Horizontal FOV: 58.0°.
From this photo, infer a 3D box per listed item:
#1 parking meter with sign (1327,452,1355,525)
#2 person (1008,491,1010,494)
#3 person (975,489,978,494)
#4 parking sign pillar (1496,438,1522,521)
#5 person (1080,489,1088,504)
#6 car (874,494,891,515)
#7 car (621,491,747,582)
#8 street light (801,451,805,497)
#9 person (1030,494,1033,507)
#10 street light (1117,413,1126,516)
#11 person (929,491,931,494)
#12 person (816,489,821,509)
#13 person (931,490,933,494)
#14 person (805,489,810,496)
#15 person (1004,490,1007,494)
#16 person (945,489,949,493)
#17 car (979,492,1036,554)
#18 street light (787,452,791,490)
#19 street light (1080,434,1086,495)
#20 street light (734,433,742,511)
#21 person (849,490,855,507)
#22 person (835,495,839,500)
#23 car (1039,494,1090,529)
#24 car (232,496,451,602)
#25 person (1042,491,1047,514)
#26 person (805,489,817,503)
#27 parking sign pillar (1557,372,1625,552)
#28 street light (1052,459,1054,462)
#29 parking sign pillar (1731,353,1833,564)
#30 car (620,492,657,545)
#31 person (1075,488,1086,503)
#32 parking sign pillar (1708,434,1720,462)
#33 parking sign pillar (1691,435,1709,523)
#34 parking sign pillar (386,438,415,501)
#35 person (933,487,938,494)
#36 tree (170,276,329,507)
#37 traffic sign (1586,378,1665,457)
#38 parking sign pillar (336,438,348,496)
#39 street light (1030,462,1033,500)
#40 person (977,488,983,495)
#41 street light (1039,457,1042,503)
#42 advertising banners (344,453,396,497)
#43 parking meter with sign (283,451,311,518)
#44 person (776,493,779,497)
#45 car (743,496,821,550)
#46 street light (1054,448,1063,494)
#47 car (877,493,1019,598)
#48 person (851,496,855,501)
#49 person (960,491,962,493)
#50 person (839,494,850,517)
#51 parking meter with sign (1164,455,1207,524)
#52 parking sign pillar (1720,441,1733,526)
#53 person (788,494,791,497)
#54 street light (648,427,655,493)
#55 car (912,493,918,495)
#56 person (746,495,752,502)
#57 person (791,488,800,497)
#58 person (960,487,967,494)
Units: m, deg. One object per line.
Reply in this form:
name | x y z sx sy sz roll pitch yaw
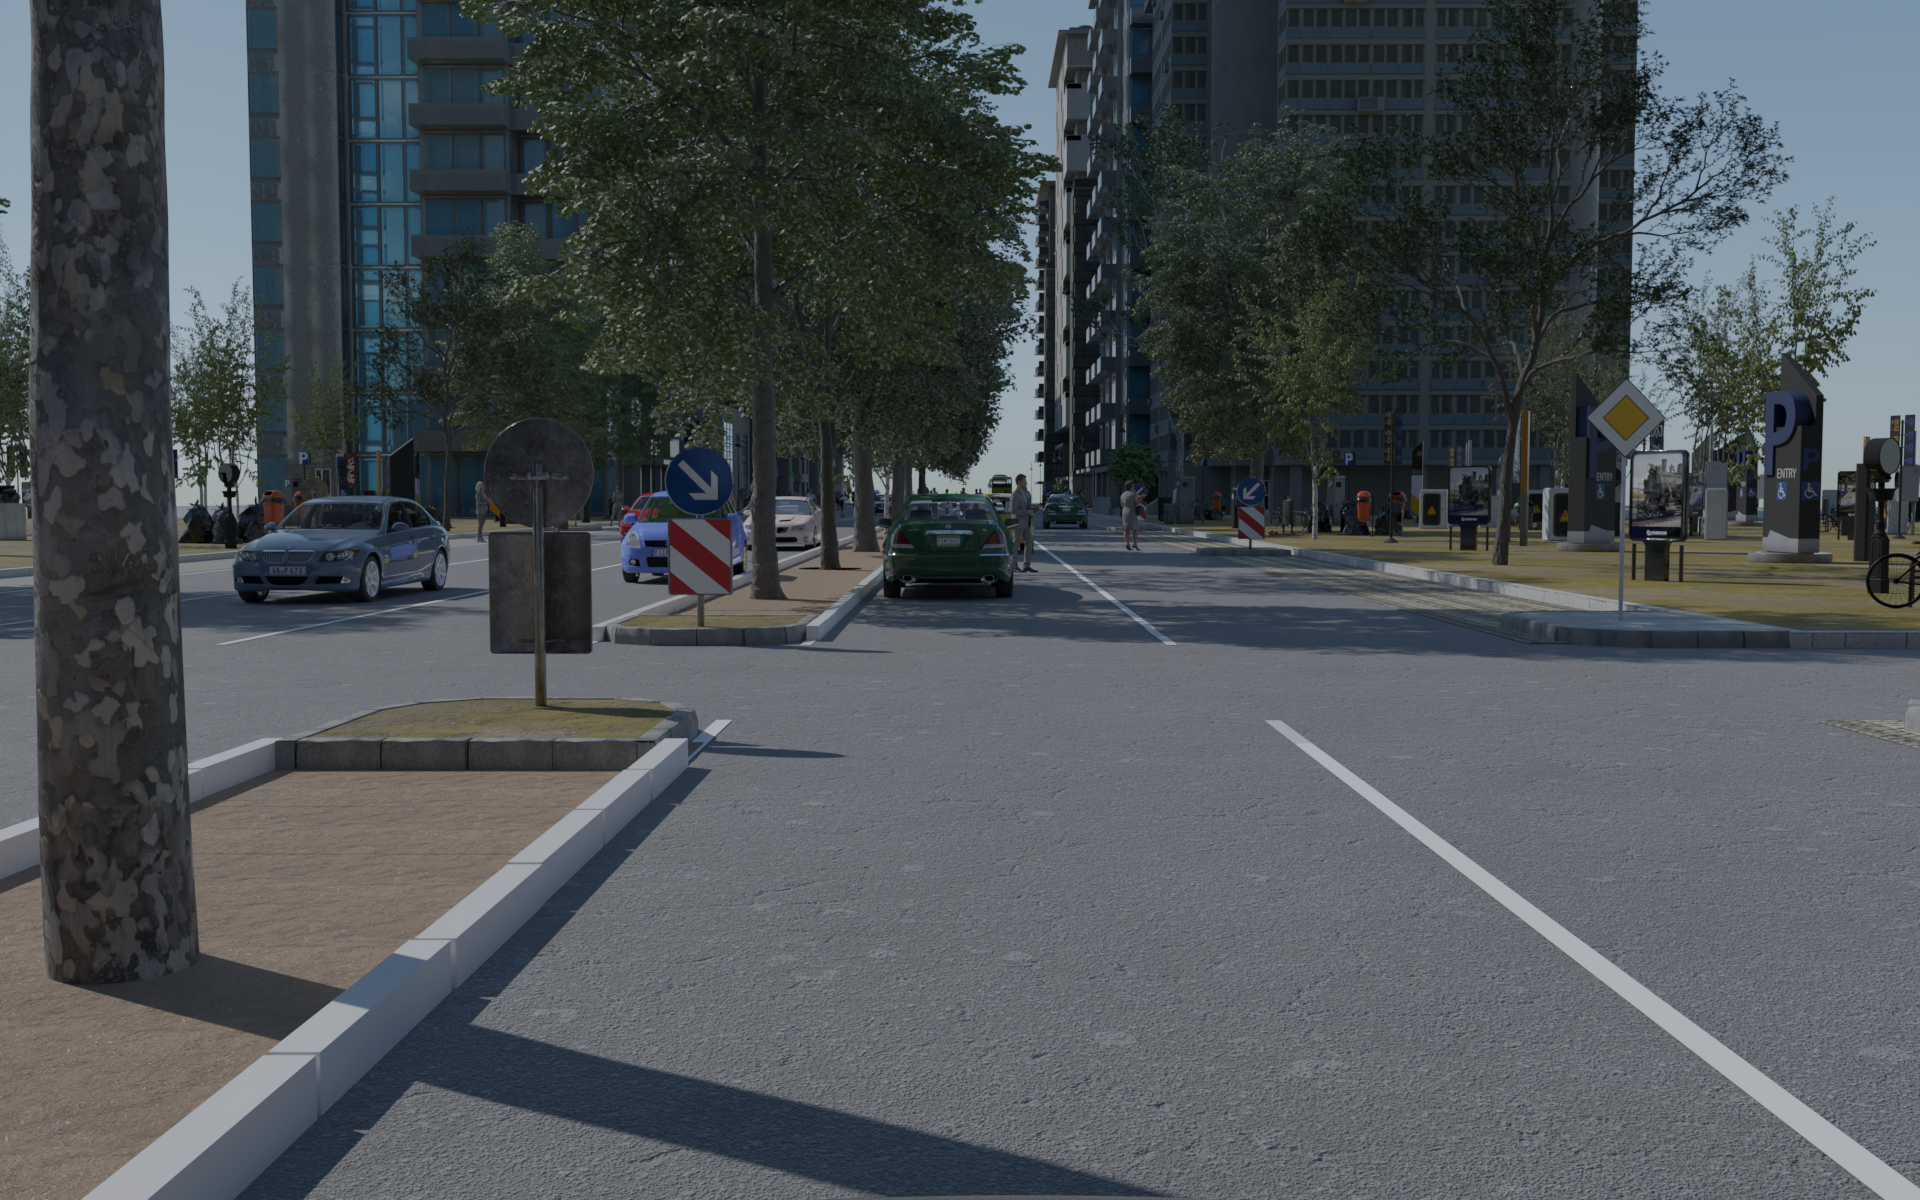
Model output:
parking meter with sign | 15.612 -4.634 72.034 1.738 3.016 0.543 -2 4 -35
person | 5.771 -11.905 203.288 0.705 1.807 1.348 1 4 22
person | 1.145 -6.990 122.930 0.705 1.807 1.348 3 4 36
parking sign pillar | 26.519 -5.820 83.635 1.447 3.967 1.447 -2 4 -29
person | 7.583 -5.950 106.570 0.721 1.735 1.217 2 4 30
car | -5.194 -6.599 117.679 2.009 1.686 4.222 0 4 0
car | -4.621 -1.203 29.257 1.945 1.707 3.694 0 3 0
street light | -16.198 -12.541 177.840 0.468 5.910 1.993 0 4 0
person | 7.793 -11.110 193.375 0.599 1.433 0.991 -3 5 -43
street light | 9.247 -7.735 99.254 0.468 5.910 1.993 0 4 0
person | -4.239 -14.627 247.289 0.705 1.869 1.348 -2 4 -32
person | -9.004 -6.232 110.926 0.750 1.759 0.617 -3 5 -40
person | -2.121 -7.758 135.868 0.617 1.759 0.750 -3 4 -36
person | -10.514 -6.848 120.913 0.568 1.767 0.683 0 3 0
person | 3.573 -7.641 134.222 1.217 1.735 0.721 2 4 27
person | -0.914 -7.233 126.772 0.705 1.823 1.348 -2 4 -31
car | 0.907 -2.001 42.944 2.015 1.641 3.980 0 4 -1
street light | -16.218 -11.702 164.108 0.468 5.910 1.993 0 4 0
street light | 9.530 -9.856 133.928 0.468 5.910 1.993 0 4 0
street light | -16.562 -9.581 129.434 0.468 5.910 1.993 0 4 0
person | -11.265 -10.788 184.974 1.348 1.812 0.705 2 4 28
person | -10.583 -8.160 141.878 1.348 1.831 0.705 0 4 -5
car | 4.406 -3.728 72.748 2.131 1.459 4.920 0 4 2
car | -8.610 -0.763 24.485 2.014 1.417 4.499 0 4 2
person | 6.227 -7.168 127.164 0.415 1.643 0.593 -3 4 -37
person | -8.373 -5.360 97.066 0.756 1.711 0.436 -1 4 -16
parking sign pillar | 14.170 -3.077 38.777 1.447 3.967 1.447 -3 5 -40
street light | 9.946 -12.831 182.581 0.468 5.910 1.993 0 4 0
parking sign pillar | 15.628 -2.692 32.495 1.447 3.967 1.447 0 4 -3
car | -8.160 -2.367 47.735 2.155 1.783 4.494 0 4 1
person | 6.914 -5.644 100.917 0.705 1.807 1.348 3 4 36
parking sign pillar | 32.827 -5.218 73.784 1.447 3.967 1.447 1 4 19
parking sign pillar | 32.807 -5.374 76.333 1.447 3.967 1.447 -1 4 -12
parking sign pillar | -26.986 -5.810 83.472 1.447 3.967 1.447 3 5 41
person | -1.646 -5.988 106.267 0.599 1.838 0.709 -2 4 -33
tree | -24.954 -6.651 59.111 4.737 8.622 4.395 0 3 0
traffic sign | 6.721 -0.935 17.483 0.795 2.593 0.064 0 4 0
parking sign pillar | -29.745 -5.806 83.403 1.447 3.967 1.447 -1 4 -22
street light | 10.381 -17.073 251.929 0.468 5.910 1.993 0 4 0
person | 1.415 -6.860 120.653 1.348 1.826 0.705 0 4 6
street light | 10.086 -14.952 217.256 0.468 5.910 1.993 0 4 0
advertising banners | -25.161 -4.751 73.861 2.074 3.025 0.090 -1 4 -20
parking meter with sign | -26.975 -4.506 69.931 0.543 3.016 1.738 1 4 15
person | -14.732 -7.877 137.374 0.705 1.814 1.350 2 4 34
car | -4.585 -2.032 45.587 2.083 1.381 4.827 0 4 1
street light | 9.721 -11.979 168.644 0.468 5.910 1.993 0 4 0
car | -0.170 -0.832 25.405 2.131 1.459 4.920 0 4 0
person | -7.180 -6.995 123.684 1.217 1.723 0.721 0 3 0
person | 0.080 -9.302 161.112 0.617 1.759 0.750 1 4 16
person | -7.090 -5.777 106.148 0.628 1.438 0.799 0 4 4
parking meter with sign | 9.619 -4.759 74.067 1.738 3.016 0.543 -1 4 -13
parking sign pillar | 31.290 -4.915 68.838 1.447 3.967 1.447 1 4 8
person | -13.202 -7.416 132.990 0.421 1.427 0.697 1 4 22
street light | -16.745 -7.460 94.760 0.468 5.910 1.993 0 4 0
car | -4.620 -10.301 178.012 1.945 1.707 3.694 0 4 2
person | -11.322 -5.412 96.623 1.348 1.869 0.705 -1 4 -22
person | -9.676 -5.654 101.477 0.617 1.759 0.750 -1 4 -15
person | 0.204 -5.770 102.795 1.348 1.831 0.705 1 4 10
